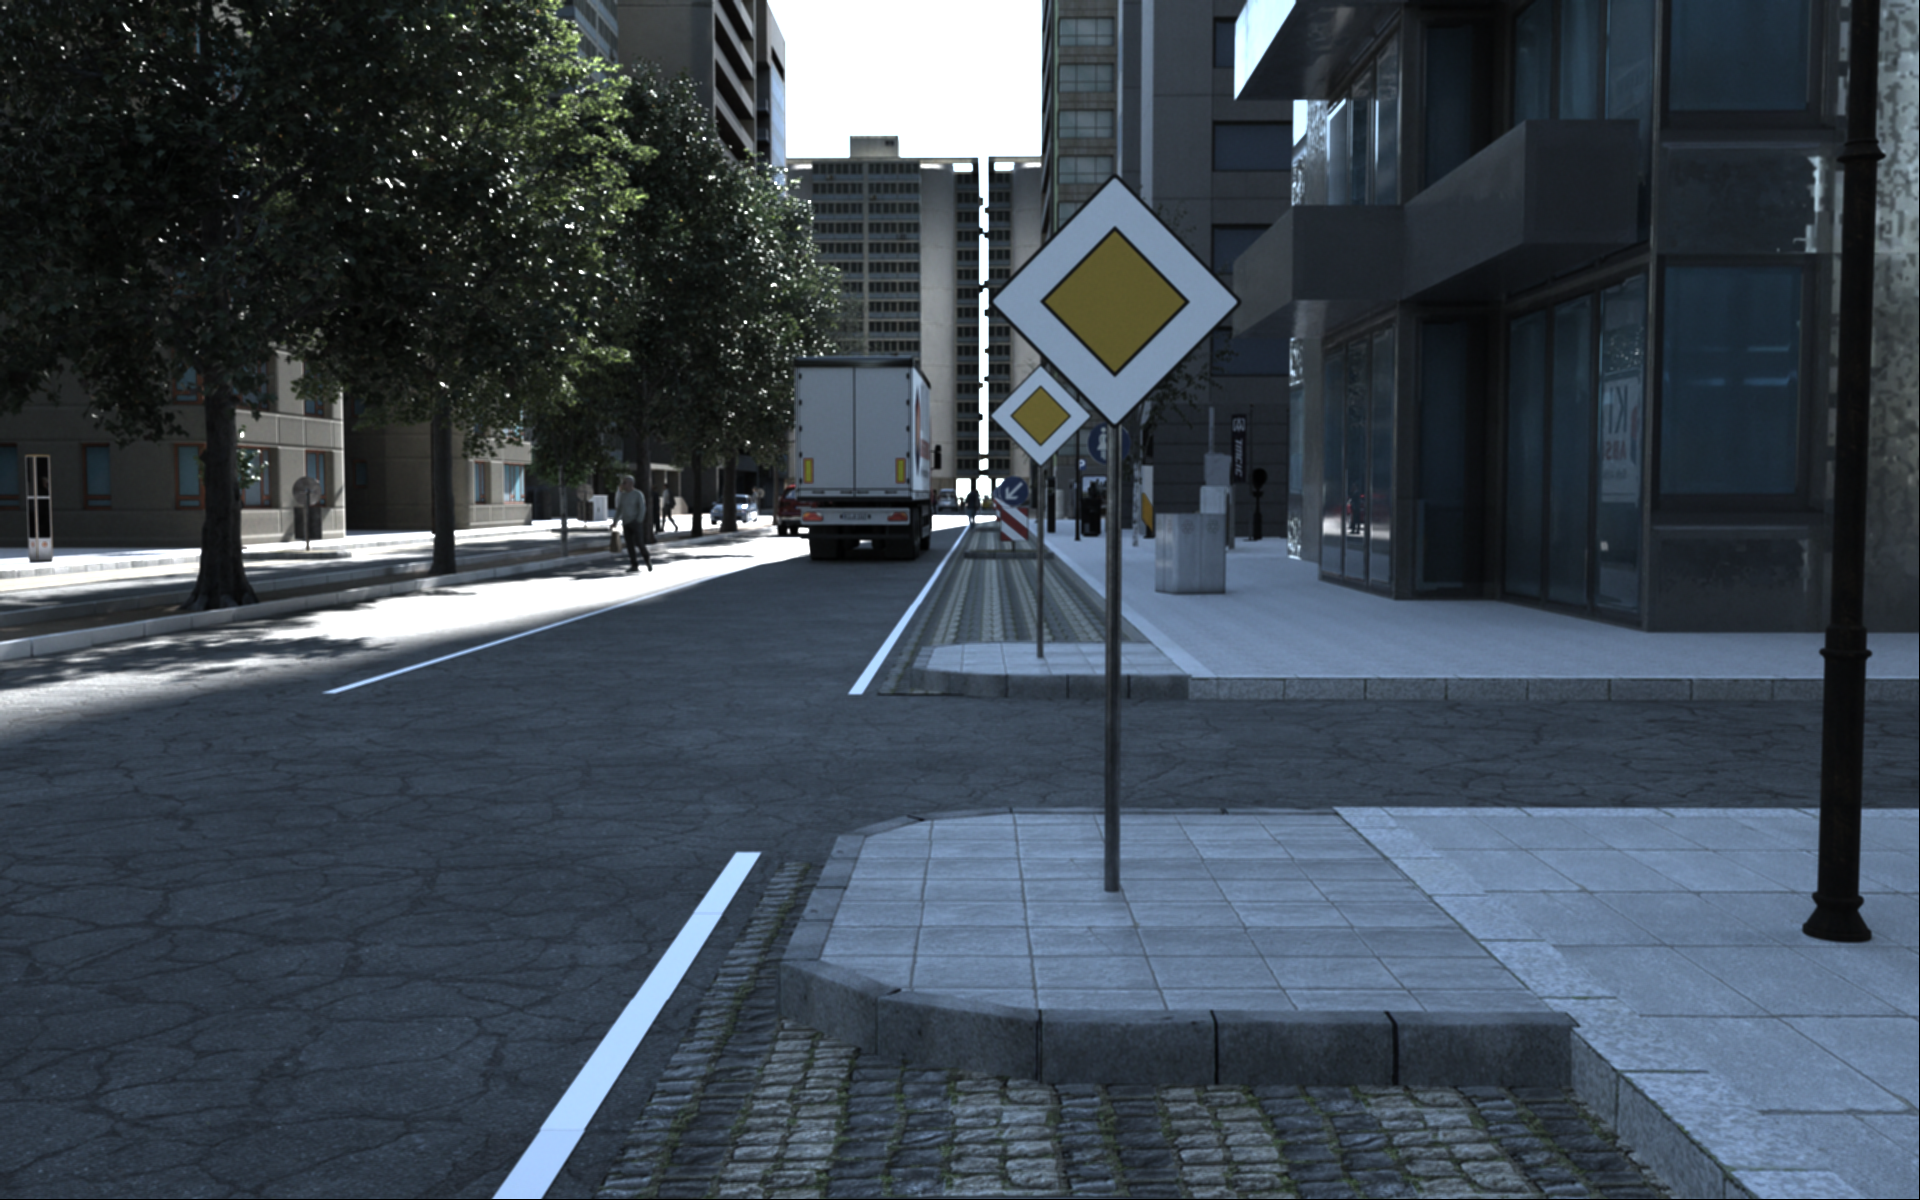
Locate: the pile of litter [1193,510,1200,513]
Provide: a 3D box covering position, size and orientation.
[{"bbox_3d":[6.184,-1.919,45.346,1.719,0.858,1.176,2,4,31],"label":"pile of litter"}]

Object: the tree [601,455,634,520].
[{"bbox_3d":[-16.923,-5.556,85.446,1.663,3.219,1.824,0,3,0],"label":"tree"}]

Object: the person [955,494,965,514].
[{"bbox_3d":[0.142,-6.968,125.681,1.065,1.426,0.557,0,4,0],"label":"person"}]

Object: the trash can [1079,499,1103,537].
[{"bbox_3d":[3.957,-2.491,52.380,0.748,1.137,0.748,0,3,0],"label":"trash can"}]

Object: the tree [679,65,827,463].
[{"bbox_3d":[-8.276,-7.683,45.084,9.611,12.733,9.660,0,3,0],"label":"tree"}]

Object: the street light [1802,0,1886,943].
[{"bbox_3d":[2.552,-1.962,4.862,0.468,5.910,1.993,0,4,1],"label":"street light"}]

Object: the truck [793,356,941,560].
[{"bbox_3d":[-2.020,-3.182,40.933,2.839,4.237,11.283,0,4,1],"label":"truck"}]

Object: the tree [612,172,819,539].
[{"bbox_3d":[-8.318,-7.753,54.970,9.928,11.665,9.643,0,3,0],"label":"tree"}]

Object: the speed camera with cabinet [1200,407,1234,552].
[{"bbox_3d":[5.745,-2.715,38.720,0.660,3.252,2.038,1,4,13],"label":"speed camera with cabinet"}]

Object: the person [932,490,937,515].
[{"bbox_3d":[-1.826,-6.708,118.853,0.721,1.739,1.217,0,4,5],"label":"person"}]

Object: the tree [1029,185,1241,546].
[{"bbox_3d":[4.534,-5.629,42.390,4.360,8.622,3.978,0,3,0],"label":"tree"}]

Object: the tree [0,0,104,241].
[{"bbox_3d":[-9.567,-3.766,14.400,4.360,8.622,3.978,0,3,0],"label":"tree"}]

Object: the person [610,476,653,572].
[{"bbox_3d":[-6.092,-1.403,31.920,0.782,1.767,0.515,2,4,26],"label":"person"}]

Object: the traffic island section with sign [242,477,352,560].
[{"bbox_3d":[-14.685,-1.826,38.478,1.989,1.847,2.006,0,4,1],"label":"traffic island section with sign"}]

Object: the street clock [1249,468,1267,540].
[{"bbox_3d":[8.384,-2.703,48.756,0.471,2.002,0.358,-1,4,-17],"label":"street clock"}]

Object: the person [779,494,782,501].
[{"bbox_3d":[-11.812,-6.274,114.272,0.628,1.438,0.799,-3,5,-39],"label":"person"}]

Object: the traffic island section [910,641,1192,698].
[{"bbox_3d":[0.650,0.531,13.603,2.009,0.180,2.903,0,4,1],"label":"traffic island section"}]

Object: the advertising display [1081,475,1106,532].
[{"bbox_3d":[4.556,-3.260,58.522,0.974,1.923,0.123,2,4,30],"label":"advertising display"}]

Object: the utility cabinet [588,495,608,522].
[{"bbox_3d":[-16.912,-4.264,80.876,1.020,1.237,0.306,2,4,34],"label":"utility cabinet"}]

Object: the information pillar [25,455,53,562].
[{"bbox_3d":[-17.327,-1.719,32.592,0.304,2.012,0.304,2,4,33],"label":"information pillar"}]

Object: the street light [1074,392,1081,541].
[{"bbox_3d":[3.239,-4.573,47.564,0.468,5.910,1.993,0,4,1],"label":"street light"}]

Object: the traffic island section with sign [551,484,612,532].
[{"bbox_3d":[-14.228,-3.474,65.430,1.989,1.847,2.006,0,4,1],"label":"traffic island section with sign"}]

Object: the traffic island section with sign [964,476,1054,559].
[{"bbox_3d":[1.089,-1.842,38.738,1.989,1.847,2.006,0,4,1],"label":"traffic island section with sign"}]

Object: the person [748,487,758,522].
[{"bbox_3d":[-10.498,-4.812,87.454,0.573,1.790,0.520,0,4,-7],"label":"person"}]

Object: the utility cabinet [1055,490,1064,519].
[{"bbox_3d":[4.786,-4.767,86.625,0.318,1.500,1.173,2,4,35],"label":"utility cabinet"}]

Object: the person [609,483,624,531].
[{"bbox_3d":[-12.783,-3.472,65.142,0.818,1.842,0.514,1,4,9],"label":"person"}]

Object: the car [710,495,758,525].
[{"bbox_3d":[-10.762,-4.333,82.850,2.014,1.417,4.499,0,4,2],"label":"car"}]

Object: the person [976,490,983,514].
[{"bbox_3d":[1.167,-6.863,121.498,1.217,1.735,0.721,-3,5,-42],"label":"person"}]

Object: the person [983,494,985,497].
[{"bbox_3d":[2.346,-8.706,154.025,0.799,1.438,0.628,0,4,6],"label":"person"}]

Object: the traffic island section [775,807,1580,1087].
[{"bbox_3d":[0.512,1.019,5.619,2.009,0.180,2.903,0,4,1],"label":"traffic island section"}]

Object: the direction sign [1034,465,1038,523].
[{"bbox_3d":[3.511,-5.229,77.486,0.379,3.537,0.876,0,4,-3],"label":"direction sign"}]

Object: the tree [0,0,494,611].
[{"bbox_3d":[-9.184,-6.231,21.343,9.611,12.733,9.660,0,3,0],"label":"tree"}]

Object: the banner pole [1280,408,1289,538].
[{"bbox_3d":[9.743,-3.684,50.255,0.863,3.779,0.401,1,4,13],"label":"banner pole"}]

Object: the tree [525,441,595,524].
[{"bbox_3d":[-17.351,-5.647,76.036,4.285,4.588,4.351,0,3,0],"label":"tree"}]

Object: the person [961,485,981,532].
[{"bbox_3d":[0.452,-3.413,64.655,0.623,1.781,0.721,-3,5,-41],"label":"person"}]

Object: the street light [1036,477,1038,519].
[{"bbox_3d":[3.937,-7.022,87.595,0.468,5.910,1.993,0,4,1],"label":"street light"}]

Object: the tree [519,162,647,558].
[{"bbox_3d":[-8.692,-5.192,37.713,4.737,8.622,4.395,0,3,0],"label":"tree"}]

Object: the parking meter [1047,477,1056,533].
[{"bbox_3d":[3.043,-3.176,57.642,0.255,1.863,0.399,0,4,6],"label":"parking meter"}]

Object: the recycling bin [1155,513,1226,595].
[{"bbox_3d":[2.991,-0.609,22.506,0.722,1.027,0.722,-1,4,-15],"label":"recycling bin"}]

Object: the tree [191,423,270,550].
[{"bbox_3d":[-17.092,-2.782,40.092,1.663,3.219,1.824,0,3,0],"label":"tree"}]

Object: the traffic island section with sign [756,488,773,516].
[{"bbox_3d":[-13.353,-6.544,115.623,1.989,1.847,2.006,0,4,1],"label":"traffic island section with sign"}]

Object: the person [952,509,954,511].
[{"bbox_3d":[-0.557,-8.386,148.849,0.421,1.427,0.697,2,4,35],"label":"person"}]

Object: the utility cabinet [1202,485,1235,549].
[{"bbox_3d":[6.034,-1.952,40.586,0.318,1.500,1.173,-1,4,-18],"label":"utility cabinet"}]

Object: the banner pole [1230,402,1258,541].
[{"bbox_3d":[7.791,-3.520,47.568,0.863,3.779,0.401,3,5,39],"label":"banner pole"}]

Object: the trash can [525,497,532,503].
[{"bbox_3d":[-21.058,-4.408,83.728,0.748,1.137,0.748,0,3,0],"label":"trash can"}]

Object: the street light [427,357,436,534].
[{"bbox_3d":[-16.756,-5.027,54.976,0.468,5.910,1.993,0,4,1],"label":"street light"}]

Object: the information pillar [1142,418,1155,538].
[{"bbox_3d":[5.431,-3.592,50.084,0.183,3.616,0.504,3,4,37],"label":"information pillar"}]

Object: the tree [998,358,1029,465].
[{"bbox_3d":[4.327,-8.615,91.219,4.360,8.622,3.978,0,3,0],"label":"tree"}]

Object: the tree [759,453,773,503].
[{"bbox_3d":[-16.451,-11.887,144.708,4.737,8.622,4.395,0,3,0],"label":"tree"}]

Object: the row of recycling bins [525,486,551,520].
[{"bbox_3d":[-21.554,-4.855,86.486,1.069,1.692,3.534,-3,5,-42],"label":"row of recycling bins"}]

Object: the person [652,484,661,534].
[{"bbox_3d":[-10.509,-3.095,59.526,0.576,1.772,0.534,2,4,24],"label":"person"}]

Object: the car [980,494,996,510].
[{"bbox_3d":[2.760,-8.520,149.523,2.015,1.641,3.980,0,4,-1],"label":"car"}]

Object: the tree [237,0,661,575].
[{"bbox_3d":[-9.282,-6.745,30.872,7.486,12.596,7.792,0,3,0],"label":"tree"}]

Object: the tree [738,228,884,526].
[{"bbox_3d":[-8.153,-10.014,76.555,12.009,13.543,11.850,0,3,0],"label":"tree"}]

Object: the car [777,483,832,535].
[{"bbox_3d":[-5.290,-3.253,61.862,2.281,1.827,5.304,0,4,2],"label":"car"}]

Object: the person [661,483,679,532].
[{"bbox_3d":[-10.982,-3.458,65.143,0.850,1.850,0.679,1,4,14],"label":"person"}]

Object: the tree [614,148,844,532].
[{"bbox_3d":[-8.717,-9.527,64.880,9.857,13.997,8.962,0,3,0],"label":"tree"}]

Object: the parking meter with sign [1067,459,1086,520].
[{"bbox_3d":[5.821,-5.564,87.239,0.543,3.016,1.738,-1,4,-14],"label":"parking meter with sign"}]
